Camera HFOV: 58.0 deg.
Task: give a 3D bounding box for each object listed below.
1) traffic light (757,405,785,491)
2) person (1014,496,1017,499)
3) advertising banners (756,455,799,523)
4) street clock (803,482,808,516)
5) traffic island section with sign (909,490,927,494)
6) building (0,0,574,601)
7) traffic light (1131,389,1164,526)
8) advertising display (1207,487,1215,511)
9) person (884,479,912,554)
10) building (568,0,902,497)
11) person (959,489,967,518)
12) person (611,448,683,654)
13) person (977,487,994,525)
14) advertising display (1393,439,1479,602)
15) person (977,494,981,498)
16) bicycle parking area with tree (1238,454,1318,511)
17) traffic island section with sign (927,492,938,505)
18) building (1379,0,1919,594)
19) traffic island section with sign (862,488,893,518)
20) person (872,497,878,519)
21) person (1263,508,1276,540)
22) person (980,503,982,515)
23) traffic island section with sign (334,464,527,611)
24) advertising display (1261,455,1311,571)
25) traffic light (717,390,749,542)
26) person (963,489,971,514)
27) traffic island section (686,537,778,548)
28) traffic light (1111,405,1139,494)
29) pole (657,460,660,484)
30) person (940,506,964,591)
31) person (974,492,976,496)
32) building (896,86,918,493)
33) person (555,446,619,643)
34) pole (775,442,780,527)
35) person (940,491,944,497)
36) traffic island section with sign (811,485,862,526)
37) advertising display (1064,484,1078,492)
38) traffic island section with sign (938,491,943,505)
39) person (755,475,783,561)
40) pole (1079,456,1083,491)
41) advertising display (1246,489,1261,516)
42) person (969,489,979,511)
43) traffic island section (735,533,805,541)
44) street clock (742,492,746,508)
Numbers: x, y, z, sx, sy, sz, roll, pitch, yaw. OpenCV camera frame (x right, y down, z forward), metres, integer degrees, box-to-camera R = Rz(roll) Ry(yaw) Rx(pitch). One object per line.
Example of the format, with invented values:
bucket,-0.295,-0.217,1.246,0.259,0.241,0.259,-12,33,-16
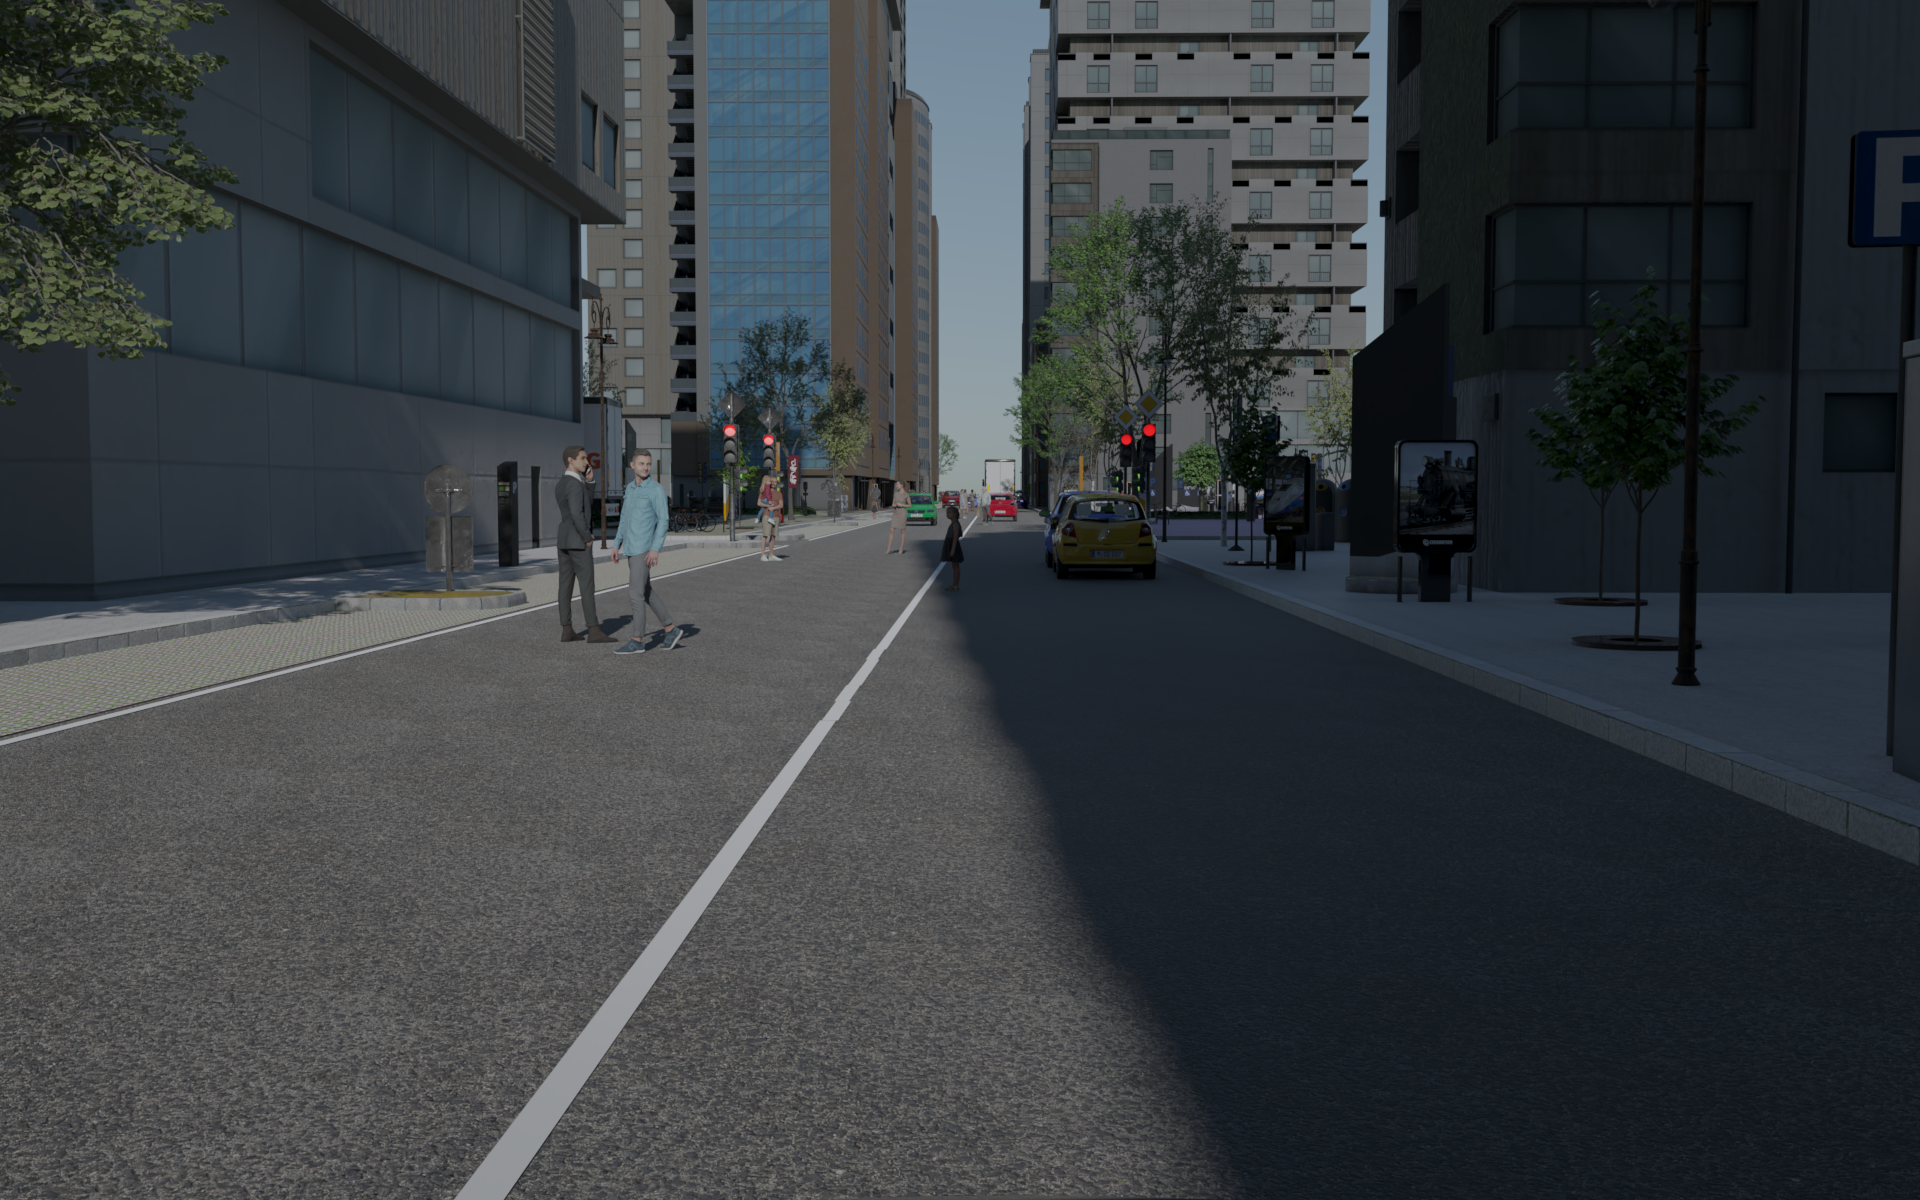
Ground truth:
traffic light,-5.974,-4.019,54.637,0.839,4.253,0.868,0,4,1
person,4.485,-8.834,153.645,1.217,1.736,0.721,1,4,15
advertising banners,-8.149,-4.973,77.489,2.074,3.025,0.090,1,4,16
street clock,-8.931,-5.844,100.112,0.358,2.002,0.471,0,4,0
traffic island section with sign,-4.158,-8.831,153.014,1.989,1.847,2.006,0,4,1
building,-22.323,-27.152,33.181,27.495,52.752,28.713,0,4,1
traffic light,5.034,-3.519,46.458,0.839,4.253,0.868,0,4,1
advertising display,16.894,-6.785,116.151,0.123,1.923,0.974,-2,4,-31
person,-1.474,-1.977,41.169,0.599,1.781,0.374,2,4,29
building,-20.608,-35.605,171.380,28.713,52.752,27.495,0,4,1
person,0.109,-5.699,102.421,0.466,1.731,0.760,3,5,41
person,-2.802,-0.446,15.648,0.748,1.841,0.638,-2,4,-33
person,1.136,-4.350,80.108,0.782,1.767,0.515,3,4,37
advertising display,5.636,-0.937,20.530,0.974,1.923,0.123,0,4,-4
person,2.845,-14.547,249.529,0.799,1.438,0.628,-2,4,-30
bicycle parking area with tree,23.232,-8.449,125.135,8.231,4.147,9.016,1,4,16
traffic island section with sign,-3.623,-10.530,180.786,1.989,1.847,2.006,0,4,1
building,14.194,-15.696,28.325,14.160,30.474,14.107,0,4,1
traffic island section with sign,-5.069,-5.871,104.623,1.989,1.847,2.006,0,4,1
person,-4.797,-5.153,97.427,0.362,1.253,0.373,3,4,38
person,9.209,-2.559,50.529,0.709,1.800,0.728,1,4,19
person,1.565,-6.573,120.247,0.640,1.303,0.475,2,4,28
traffic island section with sign,-6.642,-0.822,22.061,1.989,1.847,2.006,0,4,1
advertising display,5.519,-1.472,29.284,0.123,1.923,0.974,-2,4,-35
traffic light,-6.126,-3.531,46.653,0.839,4.253,0.868,0,4,1
person,0.508,-7.088,124.745,0.716,1.782,0.532,2,4,33
traffic island section,-6.166,-1.499,46.788,2.009,0.180,2.903,0,4,1
traffic light,5.185,-4.007,54.441,0.839,4.253,0.868,0,4,1
pole,-17.917,-6.679,103.052,0.158,3.312,0.155,0,3,0
person,-0.123,-0.760,25.593,0.373,1.253,0.362,-1,4,-10
person,2.290,-15.405,261.294,0.530,1.710,0.541,3,5,43
building,-11.885,-33.179,192.585,14.600,45.320,14.200,0,4,1
person,-3.668,-0.548,16.822,0.474,1.900,0.648,-3,4,-37
pole,-7.184,-4.542,68.111,0.158,3.312,0.155,0,3,0
person,-2.156,-13.367,227.028,1.348,1.826,0.705,-3,5,-41
traffic island section with sign,-5.590,-4.219,77.612,1.989,1.847,2.006,0,4,1
advertising display,7.448,-6.809,116.545,0.974,1.923,0.123,-1,4,-14
traffic island section with sign,-2.569,-13.934,236.445,1.989,1.847,2.006,0,4,1
person,-4.086,-1.748,37.048,0.573,1.828,0.580,0,4,7
pole,6.497,-6.060,92.916,0.158,3.312,0.155,0,3,0
advertising display,15.116,-5.106,88.700,0.974,1.923,0.123,-1,4,-17
person,1.041,-8.252,143.419,1.348,1.824,0.705,3,5,44
traffic island section,-6.014,-1.987,54.772,2.009,0.180,2.903,0,4,1
street clock,-16.207,-7.670,129.970,0.358,2.002,0.471,-1,4,-11
